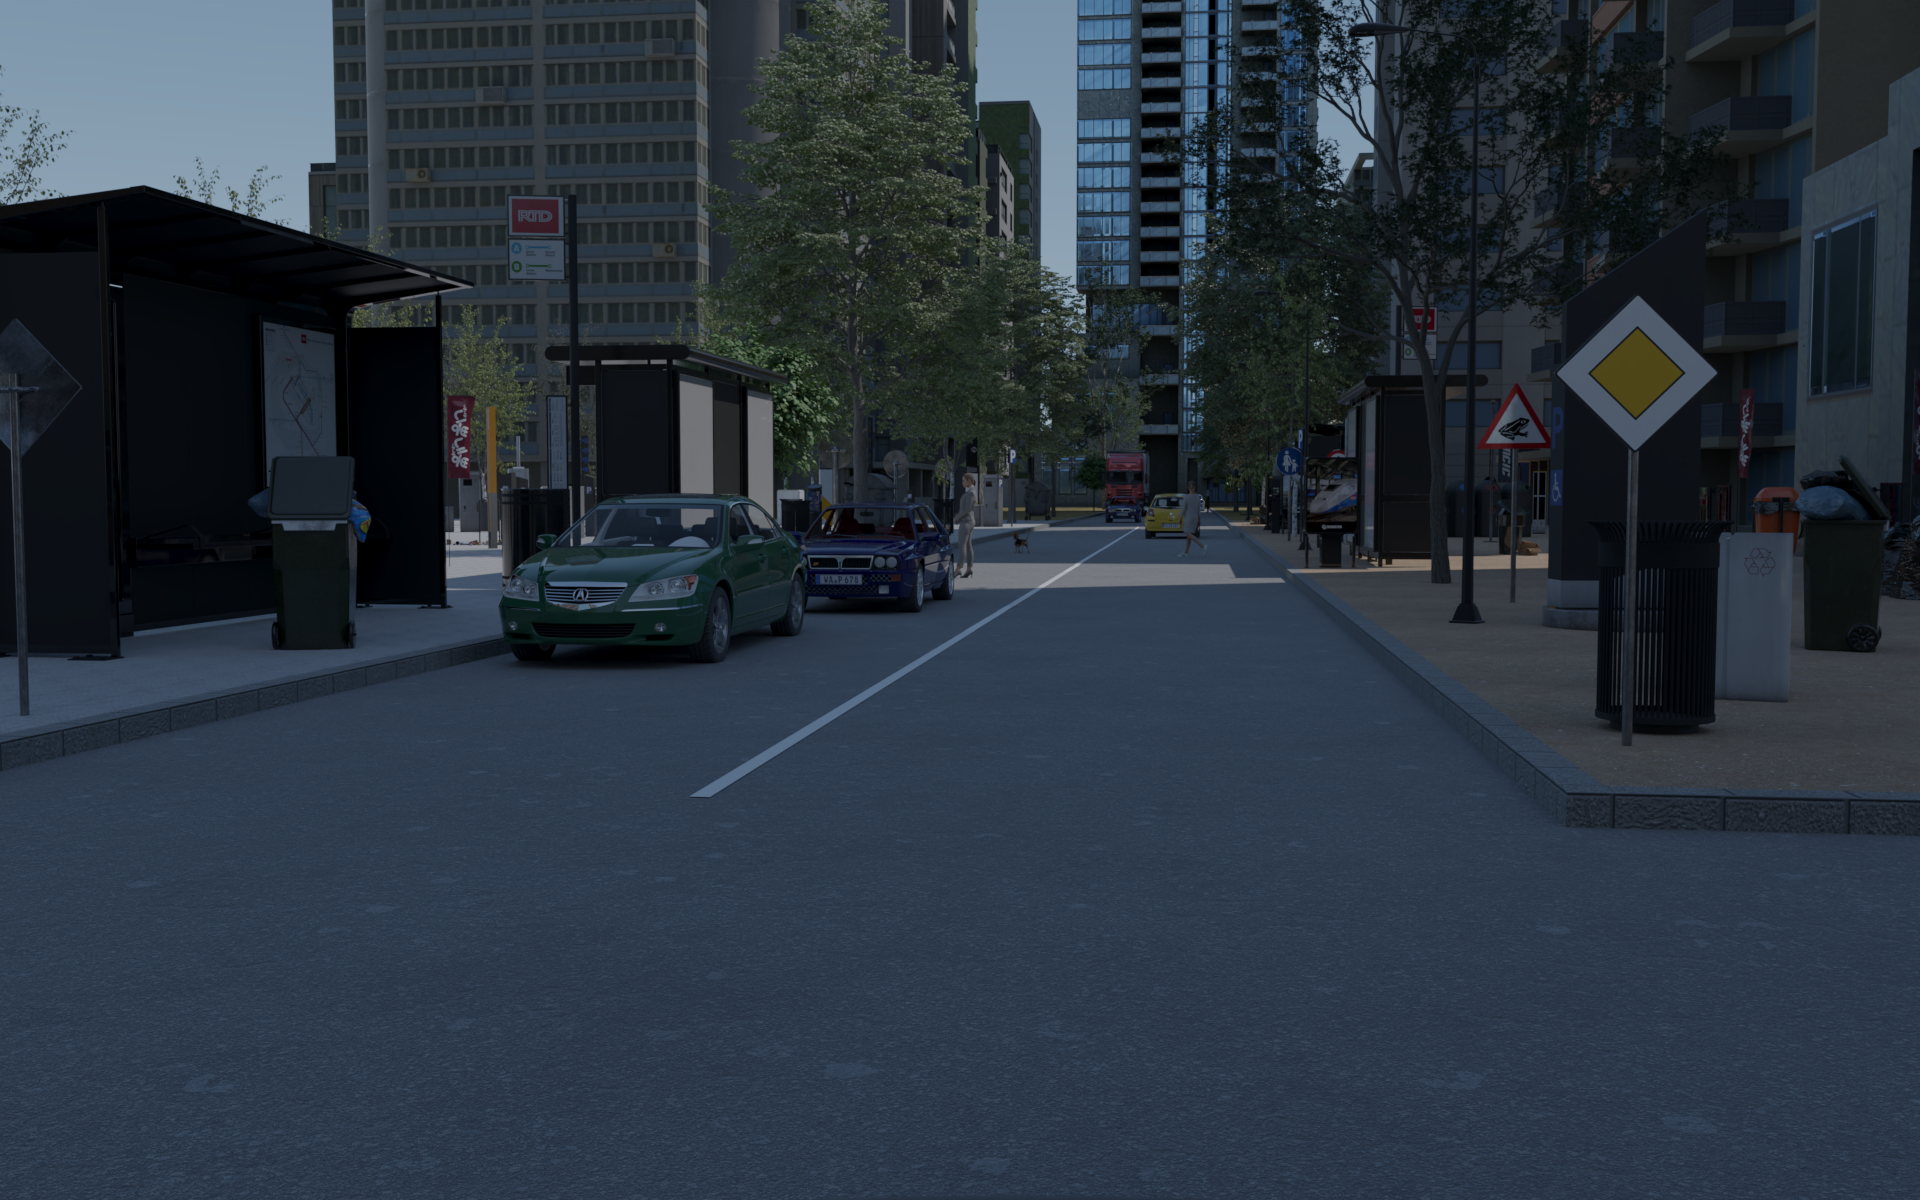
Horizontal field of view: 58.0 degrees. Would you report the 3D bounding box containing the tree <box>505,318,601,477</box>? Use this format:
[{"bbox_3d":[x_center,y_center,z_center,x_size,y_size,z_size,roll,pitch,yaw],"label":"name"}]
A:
[{"bbox_3d":[-16.063,-7.512,73.182,4.360,8.622,3.978,0,3,0],"label":"tree"}]

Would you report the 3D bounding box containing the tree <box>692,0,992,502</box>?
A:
[{"bbox_3d":[-2.689,-7.469,40.246,7.486,12.596,7.792,0,3,0],"label":"tree"}]

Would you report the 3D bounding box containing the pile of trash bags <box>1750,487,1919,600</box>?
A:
[{"bbox_3d":[11.751,-0.728,21.658,3.447,1.369,1.912,1,4,15],"label":"pile of trash bags"}]

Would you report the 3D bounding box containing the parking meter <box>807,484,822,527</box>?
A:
[{"bbox_3d":[-3.596,-2.105,42.822,0.372,1.533,0.369,0,3,0],"label":"parking meter"}]

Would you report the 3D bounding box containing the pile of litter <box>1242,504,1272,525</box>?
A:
[{"bbox_3d":[12.704,-3.609,72.978,1.719,0.858,1.176,0,4,7],"label":"pile of litter"}]

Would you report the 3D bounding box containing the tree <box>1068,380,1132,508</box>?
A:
[{"bbox_3d":[13.151,-14.107,156.410,9.928,11.665,9.643,0,3,0],"label":"tree"}]

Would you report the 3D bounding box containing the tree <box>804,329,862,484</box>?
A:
[{"bbox_3d":[-6.245,-7.689,76.084,4.737,8.622,4.395,0,3,0],"label":"tree"}]

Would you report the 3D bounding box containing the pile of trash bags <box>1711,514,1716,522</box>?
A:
[{"bbox_3d":[14.188,-1.496,34.219,1.912,1.369,3.447,2,4,32],"label":"pile of trash bags"}]

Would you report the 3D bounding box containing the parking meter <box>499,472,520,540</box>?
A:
[{"bbox_3d":[-12.173,-2.503,46.630,0.399,1.863,0.255,1,4,20],"label":"parking meter"}]

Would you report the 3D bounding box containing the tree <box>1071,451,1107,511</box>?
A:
[{"bbox_3d":[10.009,-8.849,128.398,4.285,4.588,4.351,0,3,0],"label":"tree"}]

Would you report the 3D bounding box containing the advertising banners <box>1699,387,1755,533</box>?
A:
[{"bbox_3d":[13.021,-2.038,29.515,0.090,3.025,2.074,0,4,0],"label":"advertising banners"}]

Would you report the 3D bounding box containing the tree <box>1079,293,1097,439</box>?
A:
[{"bbox_3d":[2.584,-9.704,76.794,7.486,12.596,7.792,0,3,0],"label":"tree"}]

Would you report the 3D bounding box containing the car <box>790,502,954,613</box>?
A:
[{"bbox_3d":[-1.142,-0.593,22.272,1.945,1.354,3.894,1,4,8],"label":"car"}]

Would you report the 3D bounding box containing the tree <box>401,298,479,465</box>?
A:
[{"bbox_3d":[-16.285,-5.909,46.976,4.737,8.622,4.395,0,3,0],"label":"tree"}]

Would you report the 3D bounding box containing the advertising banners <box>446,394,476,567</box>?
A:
[{"bbox_3d":[-9.435,-2.079,30.186,2.074,3.025,0.090,-2,4,-33],"label":"advertising banners"}]

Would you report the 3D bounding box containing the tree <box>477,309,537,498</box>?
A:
[{"bbox_3d":[-18.369,-7.120,66.778,4.737,8.622,4.395,0,3,0],"label":"tree"}]

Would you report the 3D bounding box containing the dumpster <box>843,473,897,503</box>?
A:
[{"bbox_3d":[-2.538,-2.615,48.509,1.264,1.857,1.865,0,4,8],"label":"dumpster"}]

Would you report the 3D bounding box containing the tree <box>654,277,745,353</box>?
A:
[{"bbox_3d":[-8.450,-6.550,57.449,4.737,8.622,4.395,0,3,0],"label":"tree"}]

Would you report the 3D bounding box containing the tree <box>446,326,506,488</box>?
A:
[{"bbox_3d":[-21.825,-7.621,74.961,4.360,8.622,3.978,0,3,0],"label":"tree"}]

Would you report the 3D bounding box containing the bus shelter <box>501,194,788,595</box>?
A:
[{"bbox_3d":[-4.632,-2.948,25.833,2.179,5.291,8.768,0,4,8],"label":"bus shelter"}]

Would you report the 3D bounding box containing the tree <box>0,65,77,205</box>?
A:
[{"bbox_3d":[-16.733,-4.801,28.856,4.360,8.622,3.978,0,3,0],"label":"tree"}]

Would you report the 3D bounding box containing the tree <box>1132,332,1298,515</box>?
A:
[{"bbox_3d":[17.448,-10.963,105.005,9.928,11.665,9.643,0,3,0],"label":"tree"}]

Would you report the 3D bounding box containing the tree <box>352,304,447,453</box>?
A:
[{"bbox_3d":[-19.991,-6.516,56.905,4.360,8.622,3.978,0,3,0],"label":"tree"}]

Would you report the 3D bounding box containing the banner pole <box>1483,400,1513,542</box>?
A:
[{"bbox_3d":[14.388,-3.430,46.100,0.863,3.779,0.401,0,4,-3],"label":"banner pole"}]

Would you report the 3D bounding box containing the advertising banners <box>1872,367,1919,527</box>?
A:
[{"bbox_3d":[12.740,-1.684,23.714,2.074,3.025,0.090,-2,4,-31],"label":"advertising banners"}]

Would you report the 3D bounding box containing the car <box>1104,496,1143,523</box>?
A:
[{"bbox_3d":[8.262,-4.576,87.400,1.945,1.354,3.894,0,4,8],"label":"car"}]

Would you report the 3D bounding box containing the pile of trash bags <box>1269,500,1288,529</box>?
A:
[{"bbox_3d":[12.551,-3.330,64.198,1.912,1.369,3.447,1,4,20],"label":"pile of trash bags"}]

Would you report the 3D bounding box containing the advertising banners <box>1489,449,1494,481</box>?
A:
[{"bbox_3d":[16.800,-3.630,55.540,0.090,3.025,2.074,3,4,36],"label":"advertising banners"}]

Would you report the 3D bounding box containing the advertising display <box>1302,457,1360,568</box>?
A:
[{"bbox_3d":[6.454,-1.523,30.121,0.974,1.923,0.123,0,4,-8],"label":"advertising display"}]

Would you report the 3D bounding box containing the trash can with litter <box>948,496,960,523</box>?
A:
[{"bbox_3d":[-0.286,-3.981,76.145,1.678,1.210,2.233,-2,4,-30],"label":"trash can with litter"}]

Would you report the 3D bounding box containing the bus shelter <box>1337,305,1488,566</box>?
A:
[{"bbox_3d":[8.769,-3.488,34.654,2.179,5.291,8.768,0,4,8],"label":"bus shelter"}]

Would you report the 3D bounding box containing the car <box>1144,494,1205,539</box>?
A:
[{"bbox_3d":[6.987,-2.841,56.682,2.015,1.641,3.980,1,4,9],"label":"car"}]

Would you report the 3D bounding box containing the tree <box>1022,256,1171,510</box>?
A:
[{"bbox_3d":[10.849,-17.411,140.555,12.611,20.169,13.585,0,3,0],"label":"tree"}]

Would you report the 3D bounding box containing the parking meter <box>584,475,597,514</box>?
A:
[{"bbox_3d":[-11.068,-2.838,52.114,0.399,1.863,0.255,2,4,24],"label":"parking meter"}]

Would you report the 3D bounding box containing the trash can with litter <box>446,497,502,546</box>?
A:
[{"bbox_3d":[-12.275,-2.005,43.847,2.233,1.210,1.678,0,4,0],"label":"trash can with litter"}]

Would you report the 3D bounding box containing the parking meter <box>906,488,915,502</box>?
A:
[{"bbox_3d":[-2.144,-4.077,75.064,0.372,1.533,0.369,0,3,0],"label":"parking meter"}]

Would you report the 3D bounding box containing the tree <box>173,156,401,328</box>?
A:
[{"bbox_3d":[-15.911,-5.401,38.675,4.737,8.622,4.395,0,3,0],"label":"tree"}]

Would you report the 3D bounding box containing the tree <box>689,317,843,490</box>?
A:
[{"bbox_3d":[-3.873,-2.961,32.129,4.285,4.588,4.351,0,3,0],"label":"tree"}]

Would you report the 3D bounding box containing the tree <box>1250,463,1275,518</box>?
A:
[{"bbox_3d":[16.267,-5.984,92.437,1.663,3.219,1.824,0,3,0],"label":"tree"}]

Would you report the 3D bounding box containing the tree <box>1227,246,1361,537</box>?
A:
[{"bbox_3d":[10.105,-6.232,52.262,4.737,8.622,4.395,0,3,0],"label":"tree"}]

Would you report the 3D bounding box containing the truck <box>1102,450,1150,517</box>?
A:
[{"bbox_3d":[10.881,-7.545,112.274,2.839,4.237,11.283,0,4,8],"label":"truck"}]

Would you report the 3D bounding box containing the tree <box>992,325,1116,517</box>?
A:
[{"bbox_3d":[4.911,-9.858,95.585,7.601,10.594,8.767,-3,4,-38],"label":"tree"}]

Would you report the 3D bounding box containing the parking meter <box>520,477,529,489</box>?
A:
[{"bbox_3d":[-14.651,-3.200,58.025,0.399,1.863,0.255,-2,4,-32],"label":"parking meter"}]

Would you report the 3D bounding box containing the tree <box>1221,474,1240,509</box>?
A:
[{"bbox_3d":[23.135,-9.434,148.849,1.663,3.219,1.824,0,3,0],"label":"tree"}]

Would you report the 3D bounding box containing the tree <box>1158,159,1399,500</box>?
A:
[{"bbox_3d":[12.597,-9.862,67.896,9.857,13.997,8.962,0,3,0],"label":"tree"}]

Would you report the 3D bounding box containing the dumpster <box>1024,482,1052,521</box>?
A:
[{"bbox_3d":[3.767,-4.788,84.046,1.264,1.857,1.865,0,4,8],"label":"dumpster"}]

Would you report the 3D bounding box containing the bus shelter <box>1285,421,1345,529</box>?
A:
[{"bbox_3d":[11.981,-4.111,58.496,1.731,3.624,6.357,0,4,8],"label":"bus shelter"}]

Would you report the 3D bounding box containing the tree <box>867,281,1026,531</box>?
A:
[{"bbox_3d":[-0.103,-6.678,59.553,4.737,8.622,4.395,0,3,0],"label":"tree"}]

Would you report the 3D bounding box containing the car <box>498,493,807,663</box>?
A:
[{"bbox_3d":[-2.720,-0.274,16.286,2.131,1.459,4.920,0,4,8],"label":"car"}]

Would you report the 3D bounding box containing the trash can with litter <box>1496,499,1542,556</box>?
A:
[{"bbox_3d":[11.799,-1.533,36.457,0.624,1.170,1.055,-2,4,-28],"label":"trash can with litter"}]

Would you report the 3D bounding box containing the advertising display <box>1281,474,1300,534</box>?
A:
[{"bbox_3d":[10.751,-3.067,55.354,0.974,1.923,0.123,0,4,-3],"label":"advertising display"}]

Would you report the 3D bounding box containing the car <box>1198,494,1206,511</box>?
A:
[{"bbox_3d":[19.799,-8.223,146.452,2.014,1.417,4.499,0,4,8],"label":"car"}]

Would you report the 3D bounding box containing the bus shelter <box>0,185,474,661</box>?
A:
[{"bbox_3d":[-6.646,-1.536,16.402,1.731,3.624,6.357,0,4,8],"label":"bus shelter"}]

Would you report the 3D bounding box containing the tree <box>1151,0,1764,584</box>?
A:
[{"bbox_3d":[6.984,-5.536,24.923,8.767,10.594,7.601,0,4,7],"label":"tree"}]

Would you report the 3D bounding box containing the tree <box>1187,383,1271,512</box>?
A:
[{"bbox_3d":[19.967,-12.515,122.747,7.486,12.596,7.792,0,3,0],"label":"tree"}]
